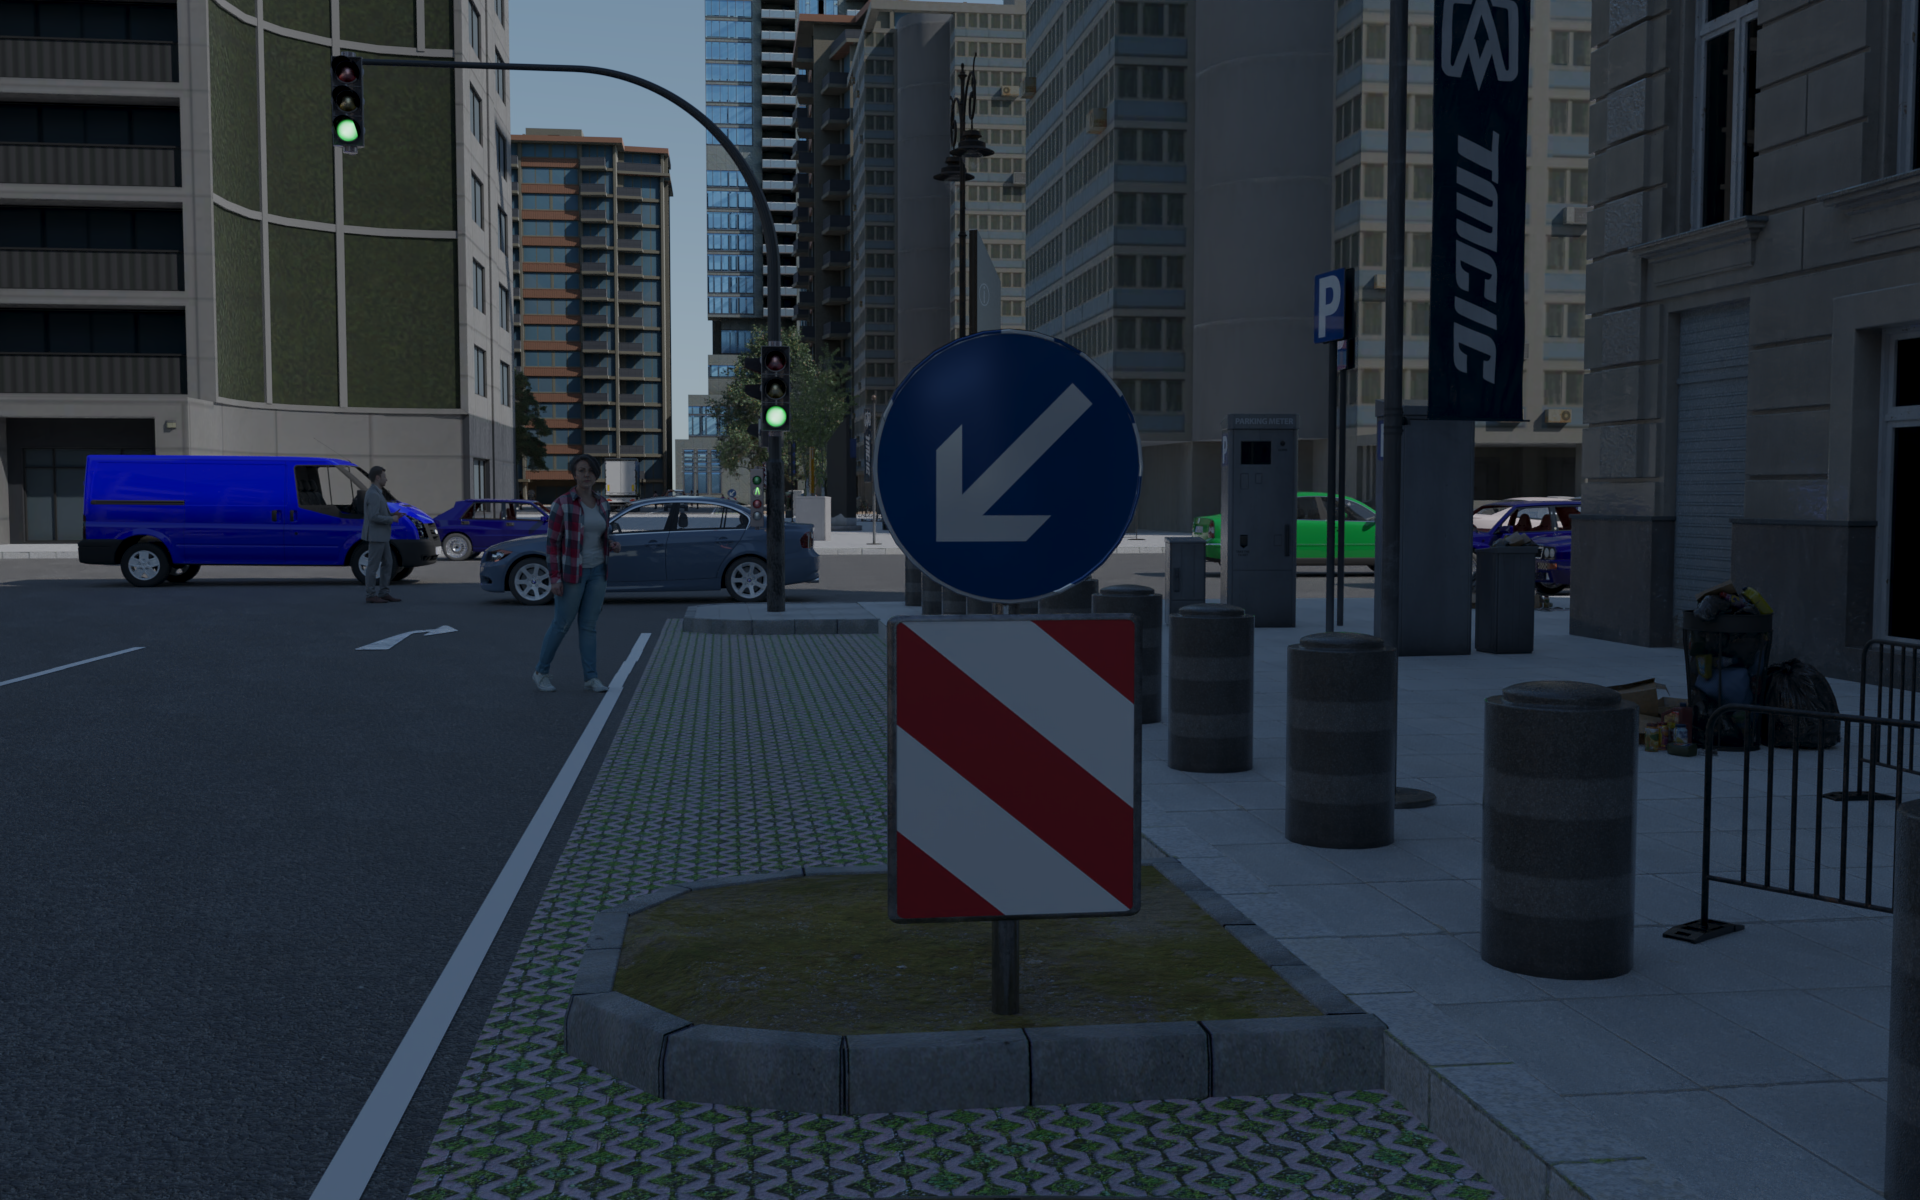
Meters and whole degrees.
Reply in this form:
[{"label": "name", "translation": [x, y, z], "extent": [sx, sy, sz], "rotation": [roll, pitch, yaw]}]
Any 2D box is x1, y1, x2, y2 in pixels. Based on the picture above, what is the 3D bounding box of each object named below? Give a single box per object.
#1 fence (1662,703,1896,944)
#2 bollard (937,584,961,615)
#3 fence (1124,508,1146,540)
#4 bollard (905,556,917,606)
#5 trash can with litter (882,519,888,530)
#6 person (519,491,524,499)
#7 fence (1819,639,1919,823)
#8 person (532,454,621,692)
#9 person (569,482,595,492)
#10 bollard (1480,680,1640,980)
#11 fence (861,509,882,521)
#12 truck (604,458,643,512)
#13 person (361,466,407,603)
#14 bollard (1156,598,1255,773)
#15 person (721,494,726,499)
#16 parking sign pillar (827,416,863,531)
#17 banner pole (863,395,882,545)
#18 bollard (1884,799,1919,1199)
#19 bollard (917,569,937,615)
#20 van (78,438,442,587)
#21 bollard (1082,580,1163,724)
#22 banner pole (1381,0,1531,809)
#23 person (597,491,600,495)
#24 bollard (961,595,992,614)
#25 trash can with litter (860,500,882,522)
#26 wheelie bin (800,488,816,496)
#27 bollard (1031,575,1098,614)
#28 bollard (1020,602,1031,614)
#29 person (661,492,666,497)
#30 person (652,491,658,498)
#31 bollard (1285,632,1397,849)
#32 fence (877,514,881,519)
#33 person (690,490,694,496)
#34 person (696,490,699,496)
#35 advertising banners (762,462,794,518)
[{"label": "fence", "translation": [2.777, 0.680, 4.259], "extent": [0.278, 0.683, 2.069], "rotation": [-3, 4, -38]}, {"label": "bollard", "translation": [0.026, -0.112, 16.550], "extent": [0.404, 0.777, 0.398], "rotation": [0, 3, 0]}, {"label": "fence", "translation": [4.371, -2.209, 47.318], "extent": [0.480, 1.192, 2.264], "rotation": [2, 4, 32]}, {"label": "bollard", "translation": [-0.436, -0.319, 19.936], "extent": [0.404, 0.777, 0.398], "rotation": [0, 3, 0]}, {"label": "trash can with litter", "translation": [-2.291, -3.057, 61.361], "extent": [1.055, 1.170, 0.624], "rotation": [0, 4, -2]}, {"label": "person", "translation": [-39.332, -8.943, 155.540], "extent": [0.721, 1.723, 1.217], "rotation": [-2, 4, -31]}, {"label": "fence", "translation": [3.895, 0.556, 6.292], "extent": [0.278, 0.683, 2.069], "rotation": [0, 4, -6]}, {"label": "person", "translation": [-2.773, -0.198, 12.572], "extent": [0.643, 1.720, 0.563], "rotation": [3, 5, 41]}, {"label": "person", "translation": [-4.672, -0.794, 21.608], "extent": [0.434, 1.807, 0.598], "rotation": [2, 4, 23]}, {"label": "bollard", "translation": [1.638, 0.610, 4.742], "extent": [0.404, 0.777, 0.398], "rotation": [0, 3, 0]}, {"label": "fence", "translation": [-3.942, -3.405, 71.049], "extent": [2.069, 0.683, 0.278], "rotation": [1, 4, 10]}, {"label": "truck", "translation": [-27.275, -9.273, 140.525], "extent": [2.839, 4.237, 11.283], "rotation": [-1, 4, -8]}, {"label": "person", "translation": [-7.576, -0.863, 22.806], "extent": [0.583, 1.804, 0.606], "rotation": [-1, 4, -22]}, {"label": "bollard", "translation": [1.178, 0.403, 8.124], "extent": [0.404, 0.777, 0.398], "rotation": [0, 3, 0]}, {"label": "person", "translation": [-20.512, -8.432, 149.592], "extent": [0.991, 1.433, 0.599], "rotation": [1, 4, 10]}, {"label": "parking sign pillar", "translation": [-4.150, -4.420, 60.742], "extent": [1.447, 3.967, 1.447], "rotation": [-3, 4, -36]}, {"label": "banner pole", "translation": [-2.283, -3.308, 44.110], "extent": [0.401, 3.779, 0.863], "rotation": [-2, 4, -26]}, {"label": "bollard", "translation": [1.870, 0.713, 3.061], "extent": [0.404, 0.777, 0.398], "rotation": [0, 3, 0]}, {"label": "bollard", "translation": [-0.205, -0.215, 18.237], "extent": [0.404, 0.777, 0.398], "rotation": [0, 3, 0]}, {"label": "van", "translation": [-11.025, -1.422, 27.633], "extent": [5.245, 2.365, 2.240], "rotation": [-1, 4, -8]}, {"label": "bollard", "translation": [0.944, 0.300, 9.805], "extent": [0.404, 0.777, 0.398], "rotation": [0, 3, 0]}, {"label": "banner pole", "translation": [2.008, -1.051, 7.202], "extent": [0.863, 3.779, 0.401], "rotation": [-1, 4, -17]}, {"label": "person", "translation": [-34.875, -9.619, 166.507], "extent": [0.721, 1.736, 1.217], "rotation": [3, 4, 37]}, {"label": "bollard", "translation": [0.254, -0.009, 14.857], "extent": [0.404, 0.777, 0.398], "rotation": [0, 3, 0]}, {"label": "trash can with litter", "translation": [-3.921, -4.233, 80.270], "extent": [2.233, 1.210, 1.678], "rotation": [2, 4, 26]}, {"label": "wheelie bin", "translation": [-8.503, -5.480, 97.504], "extent": [0.980, 1.594, 0.693], "rotation": [0, 4, -6]}, {"label": "bollard", "translation": [0.718, 0.198, 11.488], "extent": [0.404, 0.777, 0.398], "rotation": [0, 3, 0]}, {"label": "bollard", "translation": [0.488, 0.094, 13.177], "extent": [0.404, 0.777, 0.398], "rotation": [0, 3, 0]}, {"label": "person", "translation": [-26.998, -9.058, 158.063], "extent": [0.415, 1.643, 0.593], "rotation": [1, 4, 20]}, {"label": "person", "translation": [-28.882, -9.461, 163.899], "extent": [0.721, 1.736, 1.217], "rotation": [1, 4, 20]}, {"label": "bollard", "translation": [1.411, 0.507, 6.424], "extent": [0.404, 0.777, 0.398], "rotation": [0, 3, 0]}, {"label": "fence", "translation": [-3.833, -4.754, 88.934], "extent": [0.480, 1.192, 2.264], "rotation": [-2, 4, -25]}, {"label": "person", "translation": [-27.483, -10.315, 177.151], "extent": [0.705, 1.824, 1.348], "rotation": [-3, 5, -41]}, {"label": "person", "translation": [-24.851, -9.490, 163.669], "extent": [0.705, 1.823, 1.348], "rotation": [-1, 4, -14]}, {"label": "advertising banners", "translation": [-9.788, -5.921, 93.004], "extent": [2.074, 3.025, 0.090], "rotation": [2, 4, 32]}]
